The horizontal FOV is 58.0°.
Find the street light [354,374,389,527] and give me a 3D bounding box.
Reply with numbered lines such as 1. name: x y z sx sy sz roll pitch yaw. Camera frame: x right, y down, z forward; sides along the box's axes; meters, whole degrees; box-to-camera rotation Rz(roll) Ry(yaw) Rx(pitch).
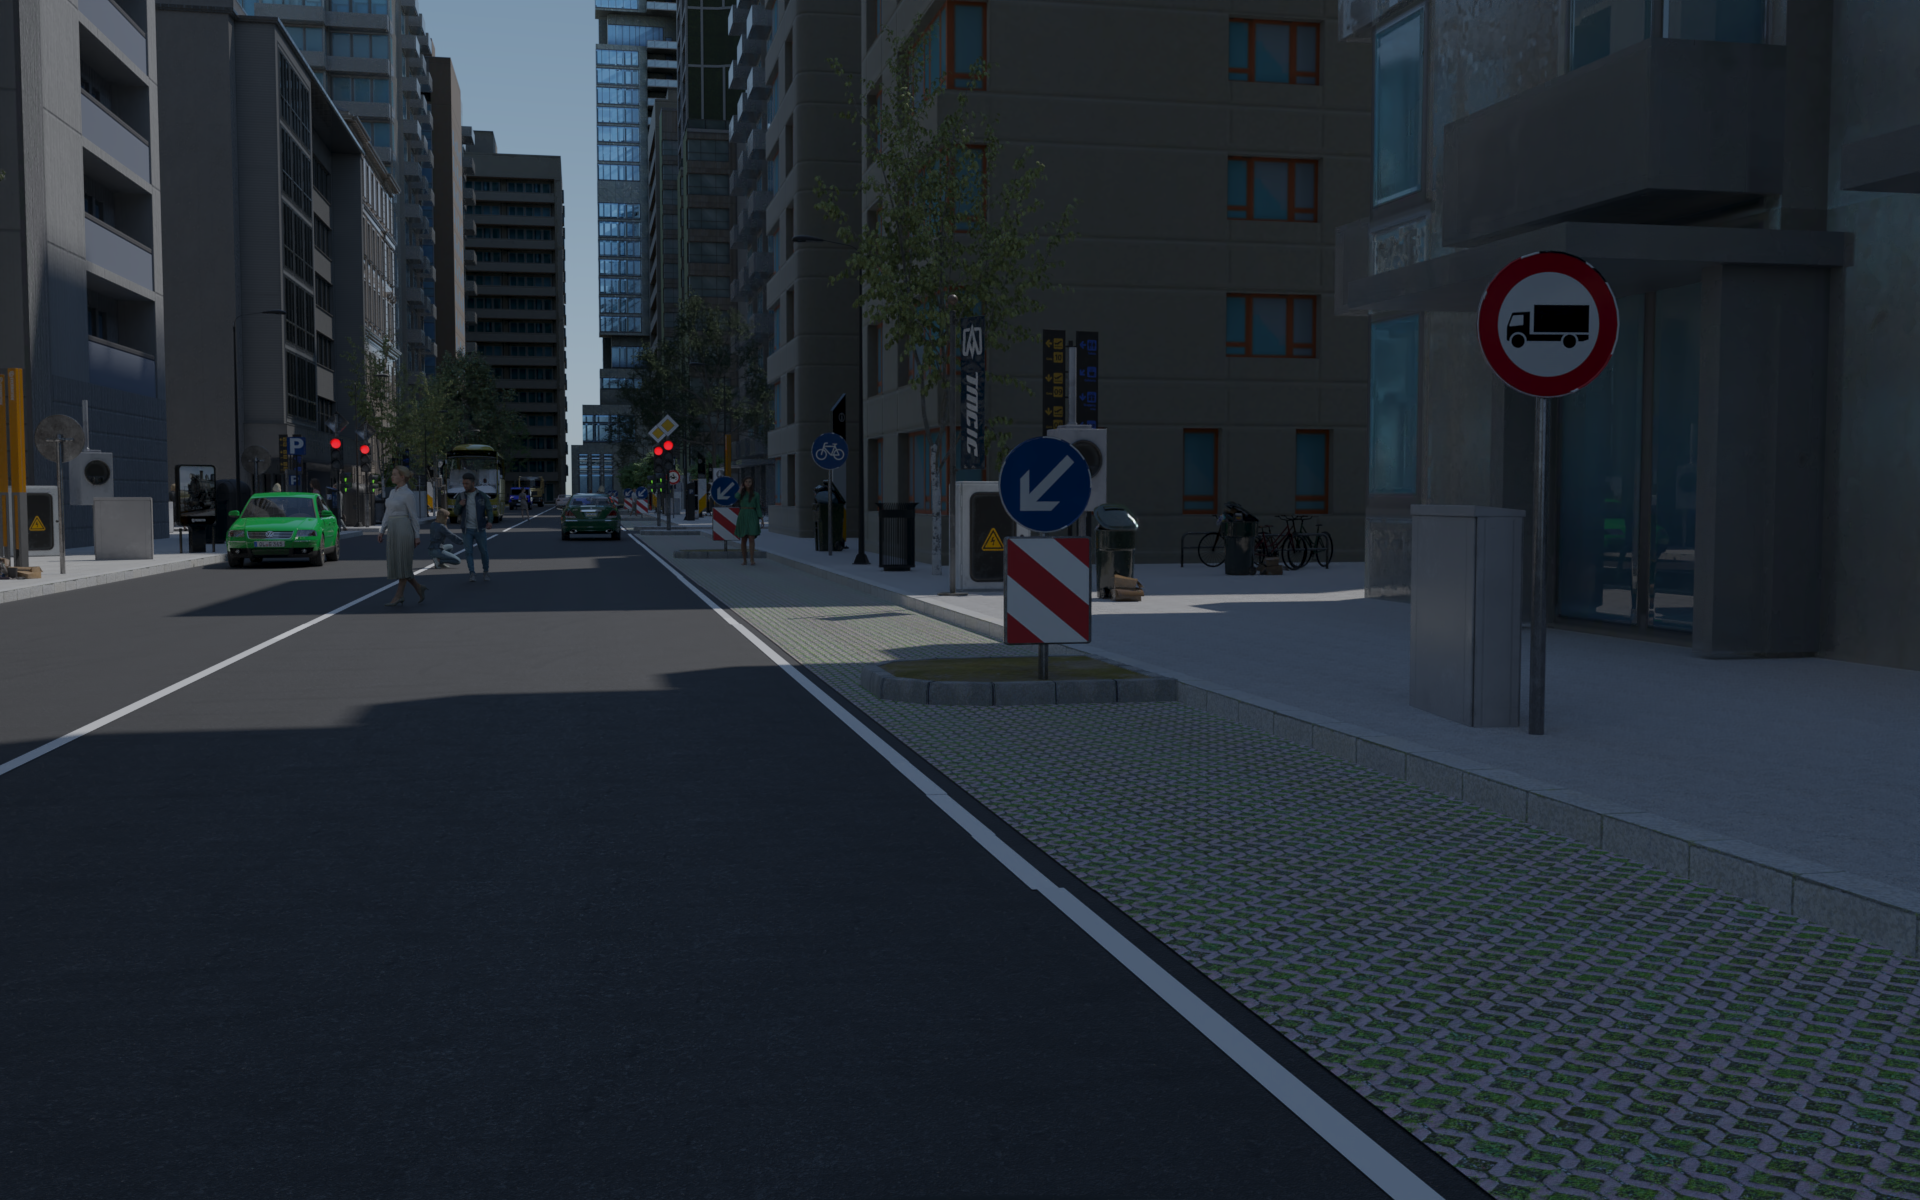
1. street light: -22.735 -5.772 66.921 1.470 5.913 1.316 -1 4 -12

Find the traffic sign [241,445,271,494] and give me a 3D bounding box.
1. traffic sign: -18.410 -2.765 45.314 0.768 2.556 0.104 0 4 -4

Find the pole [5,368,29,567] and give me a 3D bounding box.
1. pole: -15.324 -2.100 28.182 0.158 3.312 0.155 0 3 0

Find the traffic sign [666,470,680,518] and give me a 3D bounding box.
1. traffic sign: -15.116 -5.581 91.359 0.768 2.556 0.104 0 4 -3

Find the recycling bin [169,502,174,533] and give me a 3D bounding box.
1. recycling bin: -26.320 -2.707 56.806 0.722 1.027 0.722 0 4 3

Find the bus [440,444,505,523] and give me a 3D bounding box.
1. bus: -24.791 -5.950 88.837 2.896 3.916 12.252 -1 4 -13

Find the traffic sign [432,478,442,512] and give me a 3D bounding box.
1. traffic sign: -32.456 -6.444 107.485 0.606 2.300 0.079 0 4 -4

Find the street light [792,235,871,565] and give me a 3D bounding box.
1. street light: -2.329 -3.597 31.356 1.470 5.913 1.316 -1 4 -12

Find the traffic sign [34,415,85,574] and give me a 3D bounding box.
1. traffic sign: -14.420 -1.691 27.762 0.768 2.556 0.104 0 4 -8

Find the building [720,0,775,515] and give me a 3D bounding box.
1. building: -2.695 -29.928 108.924 23.786 49.044 30.456 -1 4 -12

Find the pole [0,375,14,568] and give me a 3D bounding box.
1. pole: -16.406 -2.189 29.632 0.158 3.312 0.155 0 3 0

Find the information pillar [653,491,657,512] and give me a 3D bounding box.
1. information pillar: -21.355 -7.960 121.498 0.183 3.616 0.504 3 4 37

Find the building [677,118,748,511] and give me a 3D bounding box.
1. building: -14.923 -22.389 137.766 14.160 30.474 14.107 -1 4 -12

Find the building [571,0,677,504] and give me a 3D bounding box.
1. building: -37.938 -56.579 237.729 31.000 86.520 22.319 -1 4 -12

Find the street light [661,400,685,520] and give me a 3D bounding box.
1. street light: -13.868 -6.831 84.230 1.470 5.913 1.316 -1 4 -12

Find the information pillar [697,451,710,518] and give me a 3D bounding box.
1. information pillar: -13.977 -6.262 93.745 0.504 3.616 0.183 1 4 18

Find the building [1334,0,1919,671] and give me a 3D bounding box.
1. building: 17.036 -23.849 9.536 23.786 49.044 30.456 -1 4 -12

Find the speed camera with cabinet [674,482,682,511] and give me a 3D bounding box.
1. speed camera with cabinet: -21.389 -8.381 131.363 0.660 3.252 2.038 0 4 -7

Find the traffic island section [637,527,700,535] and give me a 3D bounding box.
1. traffic island section: -10.253 -2.375 61.108 2.009 0.180 2.903 -1 4 -12

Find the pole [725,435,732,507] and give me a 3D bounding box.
1. pole: -7.953 -4.013 59.462 0.158 3.312 0.155 0 3 0

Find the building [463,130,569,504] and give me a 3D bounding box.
1. building: -64.199 -37.304 233.619 21.600 48.544 21.300 -1 4 -12

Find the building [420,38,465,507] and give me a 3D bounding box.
1. building: -57.355 -32.021 173.656 14.600 45.320 14.200 -1 4 -12

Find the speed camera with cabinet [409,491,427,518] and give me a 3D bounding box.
1. speed camera with cabinet: -30.270 -6.140 94.723 2.038 3.252 0.660 -1 4 -9

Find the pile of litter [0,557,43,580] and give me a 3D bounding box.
1. pile of litter: -14.700 -0.767 26.506 1.176 0.858 1.719 -2 4 -32

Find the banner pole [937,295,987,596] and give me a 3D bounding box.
1. banner pole: 0.054 -1.936 21.667 0.401 3.779 0.863 -3 5 -39

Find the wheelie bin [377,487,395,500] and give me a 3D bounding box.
1. wheelie bin: -26.323 -4.395 79.765 0.980 1.594 0.693 -1 4 -14

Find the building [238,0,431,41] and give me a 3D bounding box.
1. building: -57.875 -32.478 150.620 23.786 49.044 30.456 -1 4 -12

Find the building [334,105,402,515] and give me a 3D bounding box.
1. building: -42.451 -19.012 108.110 12.463 27.353 25.104 -1 4 -12

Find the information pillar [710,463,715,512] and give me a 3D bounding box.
1. information pillar: -17.974 -8.191 125.274 0.504 3.616 0.183 -3 4 -36

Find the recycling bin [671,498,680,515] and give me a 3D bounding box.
1. recycling bin: -17.900 -5.826 107.806 0.722 1.027 0.722 2 4 28

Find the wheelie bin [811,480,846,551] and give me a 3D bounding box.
1. wheelie bin: -2.962 -1.896 38.916 0.693 1.594 0.980 -1 4 -19

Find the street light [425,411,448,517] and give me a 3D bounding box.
1. street light: -29.156 -7.573 96.367 1.470 5.913 1.316 -1 4 -12

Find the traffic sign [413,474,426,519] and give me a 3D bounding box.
1. traffic sign: -28.073 -5.374 89.996 0.606 2.300 0.079 -1 4 -12

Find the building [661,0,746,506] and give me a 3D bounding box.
1. building: -18.981 -44.731 169.603 20.563 71.187 20.611 -1 4 -12

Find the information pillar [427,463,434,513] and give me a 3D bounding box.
1. information pillar: -36.437 -7.823 119.267 0.504 3.616 0.183 -2 4 -27

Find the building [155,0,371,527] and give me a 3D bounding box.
1. building: -36.990 -16.033 81.203 14.314 24.678 30.058 -1 4 -12

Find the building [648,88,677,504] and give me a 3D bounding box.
1. building: -25.630 -35.595 205.680 21.300 48.544 21.600 -1 4 -12

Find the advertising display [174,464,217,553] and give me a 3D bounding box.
1. advertising display: -16.664 -1.993 37.793 0.123 1.923 0.974 2 4 27

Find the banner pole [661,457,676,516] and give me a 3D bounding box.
1. banner pole: -17.059 -6.828 101.658 0.863 3.779 0.401 0 4 7

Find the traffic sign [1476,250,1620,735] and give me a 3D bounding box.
1. traffic sign: 3.080 -0.555 9.177 0.768 2.556 0.104 0 4 -4

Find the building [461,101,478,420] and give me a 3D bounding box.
1. building: -70.343 -35.174 194.709 30.456 49.044 23.786 -1 4 -12

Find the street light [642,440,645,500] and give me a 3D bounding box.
1. street light: -20.252 -8.621 113.501 1.470 5.913 1.316 -1 4 -12

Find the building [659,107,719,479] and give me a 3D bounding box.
1. building: -25.332 -30.835 187.741 14.154 41.232 14.086 -1 4 -12

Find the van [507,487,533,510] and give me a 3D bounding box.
1. van: -39.771 -9.320 156.773 2.240 2.365 5.245 -1 4 -12

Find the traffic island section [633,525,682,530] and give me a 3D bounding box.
1. traffic island section: -11.956 -2.852 68.910 2.009 0.180 2.903 -1 4 -12

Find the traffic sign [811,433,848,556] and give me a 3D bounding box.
1. traffic sign: -2.701 -2.197 36.029 0.768 2.556 0.104 0 4 -5

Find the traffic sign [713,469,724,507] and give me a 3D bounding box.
1. traffic sign: -9.457 -4.061 68.527 0.606 2.300 0.079 0 4 -8

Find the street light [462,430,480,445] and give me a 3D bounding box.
1. street light: -35.454 -9.349 125.399 1.470 5.913 1.316 -1 4 -12

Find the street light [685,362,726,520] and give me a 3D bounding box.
1. street light: -8.851 -5.427 61.266 1.470 5.913 1.316 -1 4 -12

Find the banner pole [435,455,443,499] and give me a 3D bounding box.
1. banner pole: -33.166 -7.357 110.302 0.401 3.779 0.863 1 4 23

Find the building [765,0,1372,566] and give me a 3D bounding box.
1. building: 10.040 -12.373 47.344 27.650 21.520 28.899 -1 4 -12

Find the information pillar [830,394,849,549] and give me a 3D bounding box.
1. information pillar: -2.827 -2.997 40.348 0.183 3.616 0.504 3 4 36

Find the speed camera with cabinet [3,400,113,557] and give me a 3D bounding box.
1. speed camera with cabinet: -18.688 -2.541 35.873 0.660 3.252 2.038 3 4 38

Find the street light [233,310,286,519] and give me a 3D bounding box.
1. street light: -17.658 -4.350 43.662 1.470 5.913 1.316 -1 4 -12

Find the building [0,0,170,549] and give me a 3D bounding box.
1. building: -35.803 -30.547 41.445 28.212 58.520 21.231 -1 4 -12

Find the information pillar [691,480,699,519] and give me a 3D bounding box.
1. information pillar: -13.400 -5.083 87.606 0.304 2.012 0.304 -2 4 -25

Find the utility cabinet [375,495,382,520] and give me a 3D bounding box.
1. utility cabinet: -28.464 -4.557 85.675 1.020 1.237 0.306 -2 4 -34

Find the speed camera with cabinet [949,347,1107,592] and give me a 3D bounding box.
1. speed camera with cabinet: 0.905 -1.758 23.085 2.038 3.252 0.660 -1 4 -15

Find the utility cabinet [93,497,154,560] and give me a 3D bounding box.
1. utility cabinet: -16.345 -1.388 33.858 1.020 1.237 0.306 -1 4 -21
